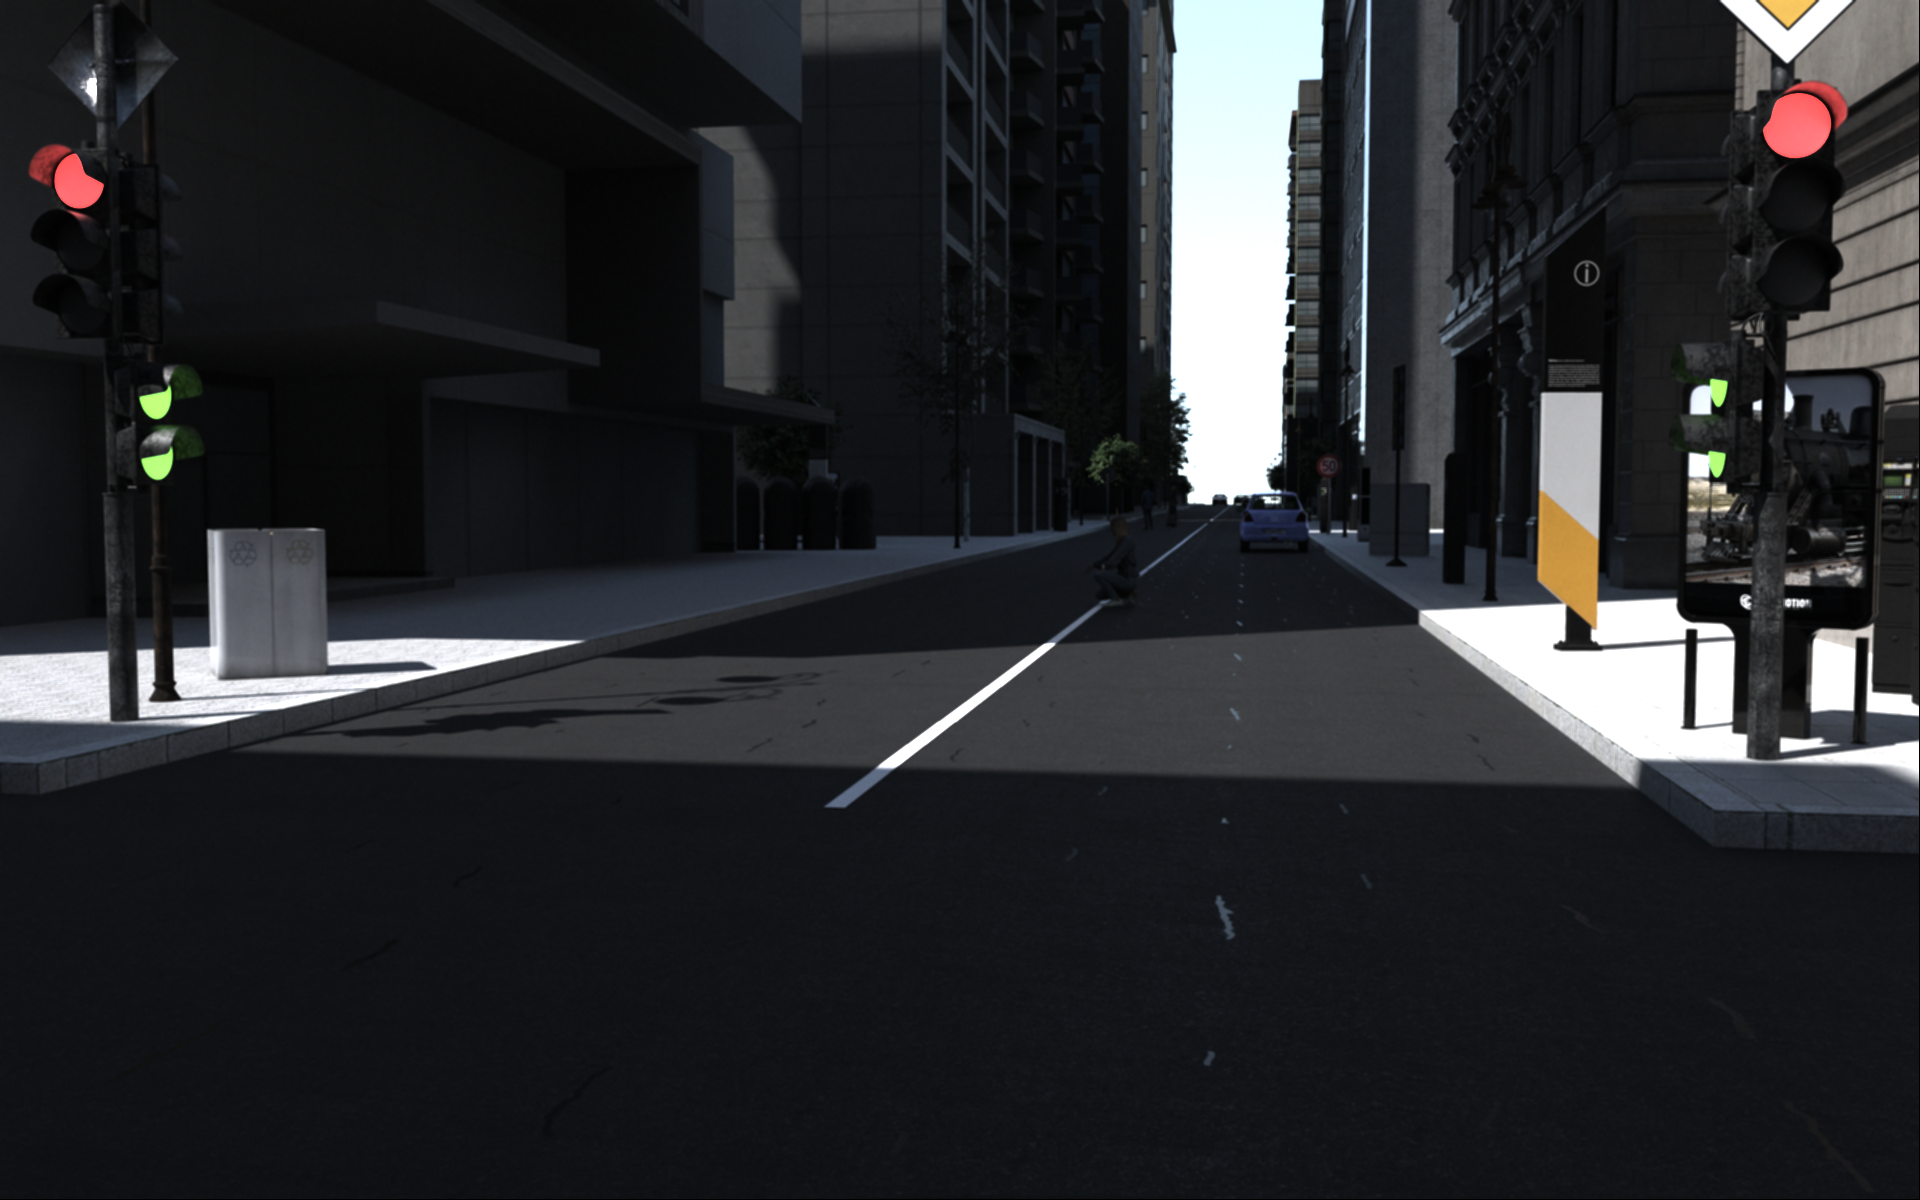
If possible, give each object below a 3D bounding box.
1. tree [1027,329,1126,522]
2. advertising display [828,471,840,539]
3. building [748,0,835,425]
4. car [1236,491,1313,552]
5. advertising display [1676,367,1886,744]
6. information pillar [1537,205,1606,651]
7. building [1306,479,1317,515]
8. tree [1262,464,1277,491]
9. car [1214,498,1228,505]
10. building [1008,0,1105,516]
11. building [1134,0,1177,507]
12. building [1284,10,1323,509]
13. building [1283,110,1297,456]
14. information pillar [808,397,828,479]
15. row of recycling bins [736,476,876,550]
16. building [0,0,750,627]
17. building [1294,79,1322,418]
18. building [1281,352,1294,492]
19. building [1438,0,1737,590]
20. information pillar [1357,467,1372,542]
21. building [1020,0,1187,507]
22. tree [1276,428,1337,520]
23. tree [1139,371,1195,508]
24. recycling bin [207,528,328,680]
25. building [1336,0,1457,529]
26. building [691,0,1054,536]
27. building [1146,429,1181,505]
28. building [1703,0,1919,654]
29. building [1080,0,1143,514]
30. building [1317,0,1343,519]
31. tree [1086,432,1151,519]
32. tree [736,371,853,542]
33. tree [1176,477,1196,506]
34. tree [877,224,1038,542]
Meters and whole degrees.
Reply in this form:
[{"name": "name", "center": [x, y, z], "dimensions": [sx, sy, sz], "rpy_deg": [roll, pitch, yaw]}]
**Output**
[{"name": "tree", "center": [5.178, -7.809, 78.040], "dimensions": [4.737, 8.622, 4.395], "rpy_deg": [0, 3, 0]}, {"name": "advertising display", "center": [-3.902, -2.713, 49.574], "dimensions": [0.974, 1.923, 0.123], "rpy_deg": [1, 4, 16]}, {"name": "building", "center": [0.648, -33.817, 142.149], "dimensions": [28.713, 52.752, 27.495], "rpy_deg": [1, 4, 9]}, {"name": "car", "center": [7.983, -2.104, 43.993], "dimensions": [1.945, 1.707, 3.694], "rpy_deg": [1, 4, 10]}, {"name": "advertising display", "center": [4.308, -0.240, 9.143], "dimensions": [0.974, 1.923, 0.123], "rpy_deg": [3, 5, 41]}, {"name": "information pillar", "center": [5.002, -1.394, 14.140], "dimensions": [0.504, 3.616, 0.183], "rpy_deg": [0, 4, 1]}, {"name": "building", "center": [39.000, -25.610, 110.608], "dimensions": [32.217, 40.220, 23.993], "rpy_deg": [1, 4, 9]}, {"name": "tree", "center": [30.441, -11.066, 164.636], "dimensions": [4.285, 4.588, 4.351], "rpy_deg": [0, 3, 0]}, {"name": "car", "center": [33.355, -12.849, 221.871], "dimensions": [2.131, 1.459, 4.920], "rpy_deg": [1, 4, 9]}, {"name": "building", "center": [-3.369, -27.226, 99.770], "dimensions": [22.147, 44.769, 28.867], "rpy_deg": [1, 4, 9]}, {"name": "building", "center": [7.803, -36.294, 182.637], "dimensions": [28.713, 52.752, 27.495], "rpy_deg": [1, 4, 9]}, {"name": "building", "center": [37.839, -50.430, 137.201], "dimensions": [22.319, 86.520, 31.000], "rpy_deg": [1, 4, 9]}, {"name": "building", "center": [47.713, -32.976, 193.786], "dimensions": [22.147, 44.769, 28.867], "rpy_deg": [1, 4, 9]}, {"name": "information pillar", "center": [-3.422, -3.076, 41.640], "dimensions": [0.504, 3.616, 0.183], "rpy_deg": [1, 4, 23]}, {"name": "row of recycling bins", "center": [-3.687, -2.017, 40.089], "dimensions": [3.534, 1.692, 1.069], "rpy_deg": [-1, 4, -14]}, {"name": "building", "center": [-18.110, -26.654, 25.027], "dimensions": [28.713, 52.752, 27.495], "rpy_deg": [1, 4, 9]}, {"name": "building", "center": [40.624, -29.954, 173.334], "dimensions": [14.154, 41.232, 14.086], "rpy_deg": [1, 4, 9]}, {"name": "building", "center": [55.736, -23.116, 222.991], "dimensions": [27.650, 21.520, 28.899], "rpy_deg": [1, 4, 9]}, {"name": "building", "center": [16.541, -11.660, 41.549], "dimensions": [10.553, 20.767, 40.483], "rpy_deg": [1, 4, 9]}, {"name": "information pillar", "center": [10.906, -2.583, 46.727], "dimensions": [0.304, 2.012, 0.304], "rpy_deg": [0, 4, 1]}, {"name": "building", "center": [19.861, -48.381, 229.287], "dimensions": [20.563, 71.187, 20.611], "rpy_deg": [1, 4, 9]}, {"name": "tree", "center": [18.402, -6.278, 86.360], "dimensions": [4.285, 4.588, 4.351], "rpy_deg": [0, 3, 0]}, {"name": "tree", "center": [18.211, -14.796, 160.046], "dimensions": [7.486, 12.596, 7.792], "rpy_deg": [0, 3, 0]}, {"name": "recycling bin", "center": [-4.944, 0.012, 12.362], "dimensions": [0.722, 1.027, 0.722], "rpy_deg": [-2, 4, -28]}, {"name": "building", "center": [22.300, -15.498, 71.417], "dimensions": [12.078, 24.808, 19.932], "rpy_deg": [1, 4, 9]}, {"name": "building", "center": [-6.752, -38.152, 62.037], "dimensions": [20.563, 71.187, 20.611], "rpy_deg": [1, 4, 9]}, {"name": "building", "center": [10.353, -31.606, 208.642], "dimensions": [32.217, 40.220, 23.993], "rpy_deg": [1, 4, 9]}, {"name": "building", "center": [16.339, -9.026, 12.199], "dimensions": [19.286, 19.102, 10.561], "rpy_deg": [1, 4, 9]}, {"name": "building", "center": [5.228, -28.747, 120.123], "dimensions": [14.600, 45.320, 14.200], "rpy_deg": [1, 4, 9]}, {"name": "building", "center": [26.561, -19.693, 93.680], "dimensions": [14.160, 30.474, 14.107], "rpy_deg": [1, 4, 9]}, {"name": "tree", "center": [8.327, -6.561, 90.991], "dimensions": [4.285, 4.588, 4.351], "rpy_deg": [0, 3, 0]}, {"name": "tree", "center": [-4.564, -3.832, 46.374], "dimensions": [4.285, 4.588, 4.351], "rpy_deg": [0, 3, 0]}, {"name": "tree", "center": [24.959, -12.106, 192.535], "dimensions": [1.663, 3.219, 1.824], "rpy_deg": [0, 3, 0]}, {"name": "tree", "center": [-0.057, -5.887, 46.609], "dimensions": [4.360, 8.622, 3.978], "rpy_deg": [0, 3, 0]}]
